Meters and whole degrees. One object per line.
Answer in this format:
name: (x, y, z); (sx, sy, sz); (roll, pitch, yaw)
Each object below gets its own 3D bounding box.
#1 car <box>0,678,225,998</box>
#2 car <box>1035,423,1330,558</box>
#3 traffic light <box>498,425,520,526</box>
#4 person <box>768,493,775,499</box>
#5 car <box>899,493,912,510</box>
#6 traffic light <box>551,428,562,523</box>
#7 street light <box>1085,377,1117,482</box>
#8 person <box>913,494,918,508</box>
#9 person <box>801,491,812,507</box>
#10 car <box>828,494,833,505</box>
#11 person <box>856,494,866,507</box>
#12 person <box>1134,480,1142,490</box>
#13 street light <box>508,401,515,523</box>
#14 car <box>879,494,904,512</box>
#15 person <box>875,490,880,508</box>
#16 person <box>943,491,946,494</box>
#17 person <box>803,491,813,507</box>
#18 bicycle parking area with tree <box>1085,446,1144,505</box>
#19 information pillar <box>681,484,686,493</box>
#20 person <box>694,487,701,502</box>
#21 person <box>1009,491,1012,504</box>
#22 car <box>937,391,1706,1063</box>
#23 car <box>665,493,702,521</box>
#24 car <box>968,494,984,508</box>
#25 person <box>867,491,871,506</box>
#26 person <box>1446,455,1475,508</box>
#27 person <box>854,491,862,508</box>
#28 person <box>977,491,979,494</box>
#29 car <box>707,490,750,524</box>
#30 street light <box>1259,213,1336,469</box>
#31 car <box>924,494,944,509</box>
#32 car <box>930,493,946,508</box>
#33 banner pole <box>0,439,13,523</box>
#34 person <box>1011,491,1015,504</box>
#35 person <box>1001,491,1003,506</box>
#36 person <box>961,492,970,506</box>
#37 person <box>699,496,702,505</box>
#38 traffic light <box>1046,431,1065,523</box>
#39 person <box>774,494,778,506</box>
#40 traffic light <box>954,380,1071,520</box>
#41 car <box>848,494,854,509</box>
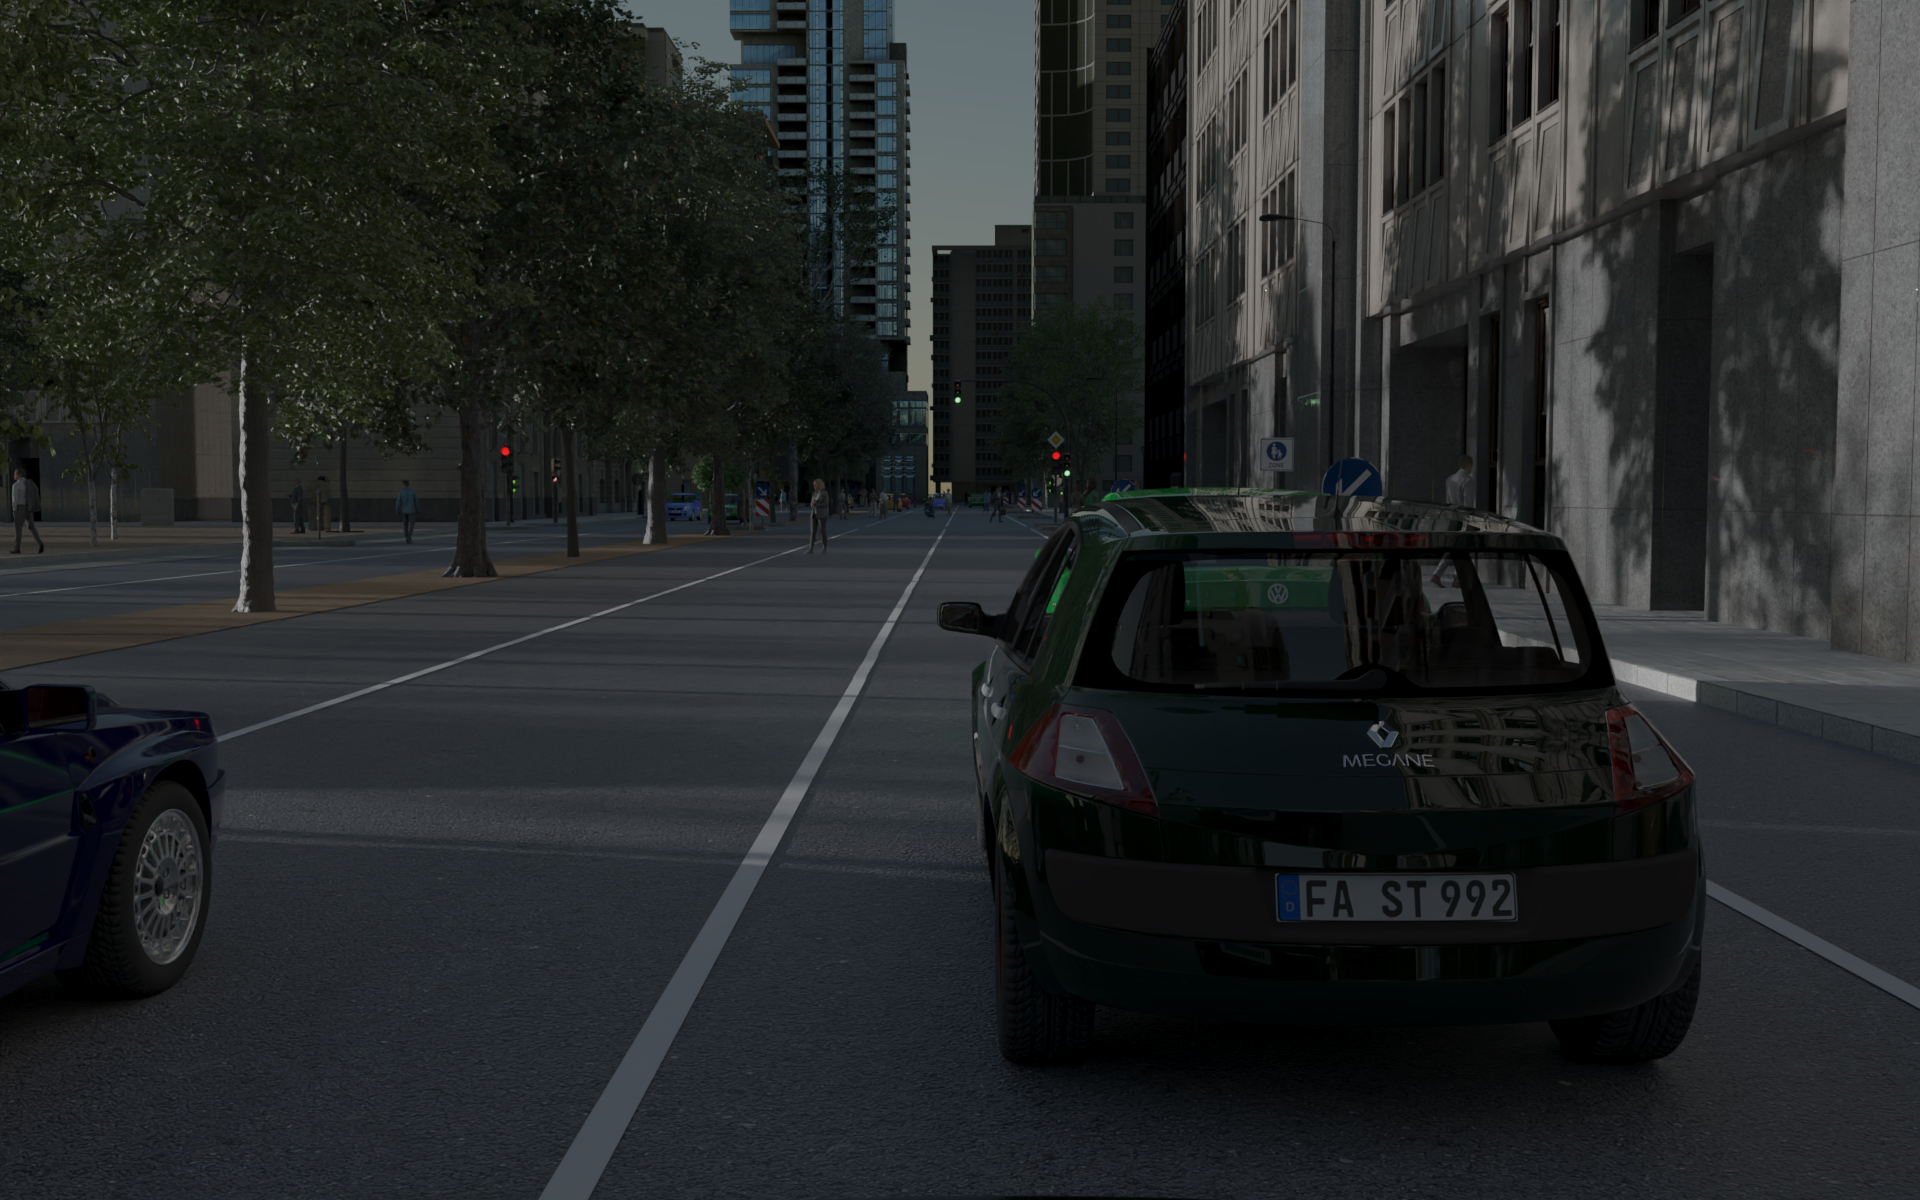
car: (-3.112, 0.538, 3.788); (1.945, 1.354, 3.894); (0, 4, -1)
car: (1.461, -0.093, 10.323); (1.959, 1.807, 4.718); (0, 4, -1)
traffic light: (-18.038, -4.906, 69.141); (0.839, 4.253, 0.868); (0, 4, 0)
person: (-20.066, -10.791, 182.489); (1.348, 1.823, 0.705); (-1, 4, -10)
car: (-5.555, -9.248, 160.250); (2.155, 1.783, 4.494); (0, 4, 1)
traffic light: (-15.923, -6.268, 77.155); (4.771, 5.953, 1.251); (0, 4, 0)
street light: (5.656, -5.884, 68.739); (1.470, 5.913, 1.316); (0, 4, 0)
person: (-4.580, -10.220, 178.824); (0.599, 1.433, 0.991); (-2, 4, -31)
person: (-17.407, -11.523, 197.001); (1.348, 1.812, 0.705); (1, 4, 14)
car: (-14.891, -11.693, 203.177); (2.014, 1.417, 4.499); (0, 4, -1)
person: (-10.963, -11.299, 193.313); (1.350, 1.814, 0.705); (2, 4, 30)
person: (6.409, -3.413, 62.030); (0.728, 1.800, 0.709); (0, 4, -5)
street light: (-19.506, -6.397, 77.134); (1.470, 5.913, 1.316); (0, 4, 0)
car: (-5.561, -7.922, 139.750); (2.015, 1.641, 3.980); (0, 4, 1)
person: (-8.958, -10.750, 184.206); (1.348, 1.831, 0.705); (-1, 4, -16)
person: (-1.610, -10.660, 183.247); (0.683, 1.767, 0.568); (1, 4, 20)
person: (-17.089, -11.446, 195.662); (1.348, 1.821, 0.705); (1, 4, 11)
bicycle parking area with tree: (11.689, -7.010, 101.609); (9.016, 4.147, 8.231); (0, 4, -5)
information pillar: (-19.402, -7.152, 121.429); (0.304, 2.012, 0.304); (0, 4, -1)
person: (-20.016, -7.711, 132.144); (0.660, 1.820, 0.620); (1, 4, 15)
person: (6.514, -13.132, 221.545); (0.742, 1.727, 0.445); (3, 5, 40)
car: (0.924, 0.246, 5.766); (2.009, 1.686, 4.222); (0, 4, 0)
car: (-14.954, -5.099, 92.965); (1.945, 1.707, 3.694); (0, 4, 1)
car: (1.815, -10.518, 180.762); (1.959, 1.807, 4.718); (0, 4, -1)
person: (-10.661, -11.954, 203.958); (0.705, 1.822, 1.348); (-3, 5, -40)
person: (6.828, -1.066, 23.586); (0.853, 1.813, 0.709); (-2, 4, -24)
person: (-10.878, -10.745, 184.702); (1.217, 1.766, 0.721); (3, 4, 37)
person: (2.151, -12.281, 209.381); (0.705, 1.812, 1.348); (3, 4, 37)
car: (-11.024, -4.549, 83.167); (1.959, 1.807, 4.718); (0, 4, 0)
street light: (5.648, -3.443, 28.840); (1.470, 5.913, 1.316); (0, 4, 0)
car: (-2.401, -9.329, 164.327); (2.131, 1.459, 4.920); (0, 4, -1)
car: (-1.674, -8.557, 149.499); (1.945, 1.707, 3.694); (0, 4, 1)
banner pole: (-42.280, -5.281, 76.365); (0.863, 3.779, 0.401); (-1, 4, -12)
person: (6.786, -13.262, 223.545); (0.621, 1.740, 0.551); (2, 4, 29)
person: (4.728, -11.401, 195.050); (0.705, 1.807, 1.348); (-1, 4, -9)
person: (0.699, -12.112, 207.358); (1.217, 1.723, 0.721); (-2, 4, -26)
person: (-22.541, -8.475, 149.625); (0.505, 1.210, 0.382); (3, 4, 37)
traffic light: (4.246, -5.392, 77.078); (0.839, 4.253, 0.868); (0, 4, 0)
person: (-20.222, -10.982, 188.779); (0.799, 1.438, 0.628); (-1, 4, -9)
traffic light: (2.131, -5.767, 68.958); (4.771, 5.953, 1.251); (0, 4, 0)
car: (-11.373, -9.793, 170.341); (2.015, 1.641, 3.980); (0, 4, 0)
